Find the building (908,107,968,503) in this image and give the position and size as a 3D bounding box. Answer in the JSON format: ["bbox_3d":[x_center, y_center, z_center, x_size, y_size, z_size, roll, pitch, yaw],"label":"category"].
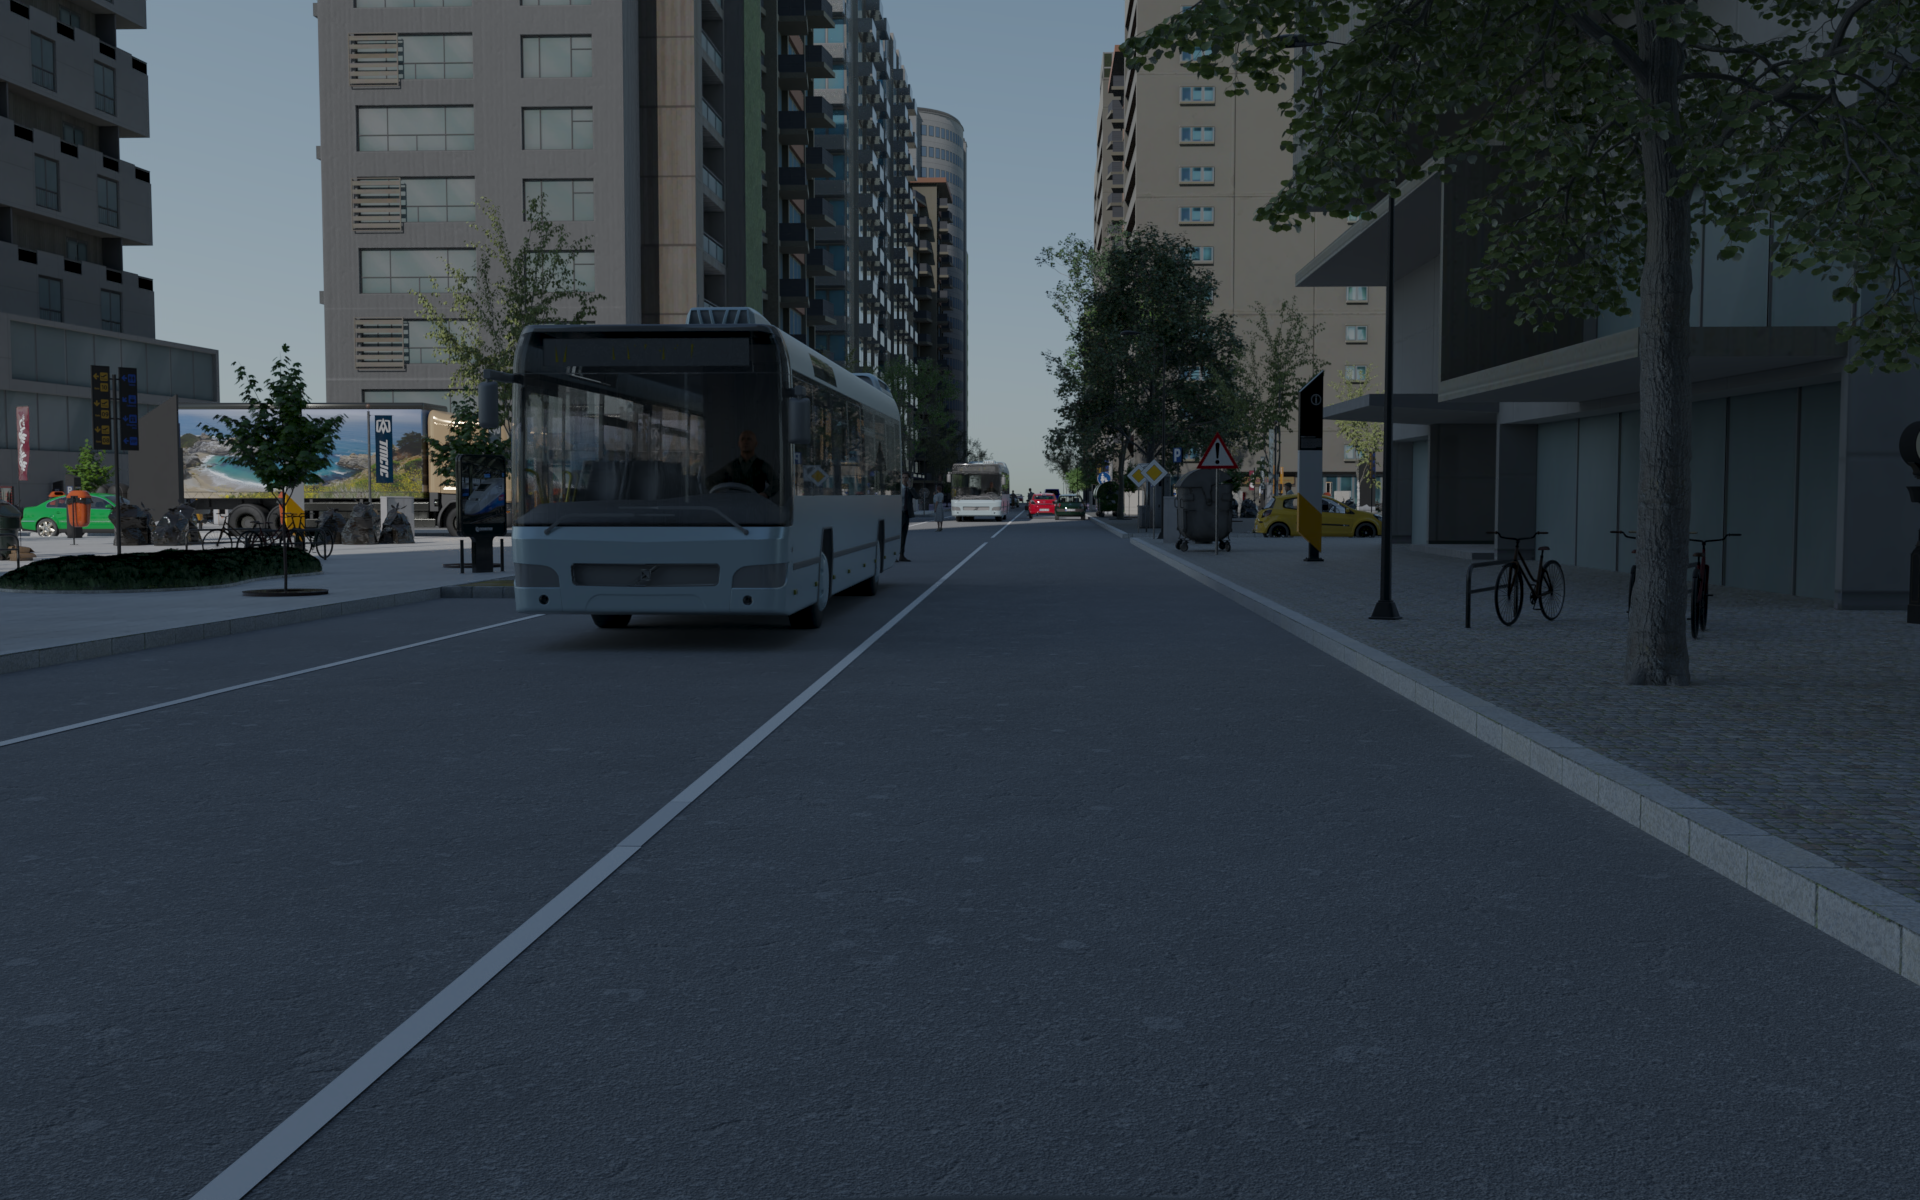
[{"bbox_3d":[-10.065,-44.035,261.977,21.231,58.520,28.212,0,4,3],"label":"building"}]

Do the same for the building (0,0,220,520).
[{"bbox_3d":[-52.331,-29.671,74.354,27.495,52.752,28.713,0,4,3],"label":"building"}]

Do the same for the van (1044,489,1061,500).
[{"bbox_3d":[10.672,-12.085,201.969,2.240,2.365,5.245,0,4,1],"label":"van"}]

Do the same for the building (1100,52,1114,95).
[{"bbox_3d":[30.759,-51.461,279.635,20.563,71.187,20.611,0,4,3],"label":"building"}]

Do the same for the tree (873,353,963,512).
[{"bbox_3d":[-3.752,-12.285,126.619,9.928,11.665,9.643,0,3,0],"label":"tree"}]

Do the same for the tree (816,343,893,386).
[{"bbox_3d":[-5.886,-8.142,83.477,4.737,8.622,4.395,0,3,0],"label":"tree"}]

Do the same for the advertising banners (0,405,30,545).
[{"bbox_3d":[-19.197,-2.366,34.867,2.074,3.025,0.090,3,4,37],"label":"advertising banners"}]

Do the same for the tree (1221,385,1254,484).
[{"bbox_3d":[16.143,-9.486,105.463,4.360,8.622,3.978,0,3,0],"label":"tree"}]

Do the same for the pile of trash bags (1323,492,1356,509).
[{"bbox_3d":[19.581,-4.954,90.743,1.912,1.369,3.447,0,4,-4],"label":"pile of trash bags"}]

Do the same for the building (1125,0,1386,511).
[{"bbox_3d":[24.568,-31.699,141.982,21.300,48.544,21.600,0,4,3],"label":"building"}]

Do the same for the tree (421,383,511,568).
[{"bbox_3d":[-8.700,-2.191,30.426,1.663,3.219,1.824,0,3,0],"label":"tree"}]

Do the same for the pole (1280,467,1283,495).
[{"bbox_3d":[24.292,-8.374,130.764,0.158,3.312,0.155,0,3,0],"label":"pole"}]

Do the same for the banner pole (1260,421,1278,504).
[{"bbox_3d":[10.634,-4.212,58.888,0.401,3.779,0.863,2,4,31],"label":"banner pole"}]

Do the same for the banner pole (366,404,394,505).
[{"bbox_3d":[-16.196,-3.560,48.227,0.863,3.779,0.401,-1,4,-16],"label":"banner pole"}]

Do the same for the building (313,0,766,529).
[{"bbox_3d":[-15.754,-23.516,68.087,14.154,41.232,14.086,0,4,3],"label":"building"}]

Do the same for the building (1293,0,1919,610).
[{"bbox_3d":[21.450,-27.000,30.685,28.713,52.752,27.495,0,4,3],"label":"building"}]

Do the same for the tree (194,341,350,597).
[{"bbox_3d":[-8.484,-1.674,21.966,1.663,3.219,1.824,0,3,0],"label":"tree"}]

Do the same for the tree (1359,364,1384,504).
[{"bbox_3d":[22.281,-8.893,95.757,4.737,8.622,4.395,0,3,0],"label":"tree"}]

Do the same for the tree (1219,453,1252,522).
[{"bbox_3d":[12.552,-5.243,80.324,1.663,3.219,1.824,0,3,0],"label":"tree"}]

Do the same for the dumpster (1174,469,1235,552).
[{"bbox_3d":[5.530,-2.042,39.148,1.264,1.857,1.865,0,4,3],"label":"dumpster"}]

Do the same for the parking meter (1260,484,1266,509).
[{"bbox_3d":[17.988,-5.925,102.587,0.255,1.863,0.399,-1,4,-22],"label":"parking meter"}]

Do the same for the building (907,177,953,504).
[{"bbox_3d":[-12.324,-35.435,233.986,22.147,44.769,28.867,0,4,3],"label":"building"}]

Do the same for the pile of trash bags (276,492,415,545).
[{"bbox_3d":[-15.714,-2.092,43.951,1.912,1.369,3.447,2,4,35],"label":"pile of trash bags"}]

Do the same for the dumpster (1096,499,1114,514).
[{"bbox_3d":[8.738,-5.988,103.661,1.264,1.857,1.865,0,4,3],"label":"dumpster"}]

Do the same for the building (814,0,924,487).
[{"bbox_3d":[-16.084,-34.239,179.420,23.786,49.044,30.456,0,4,3],"label":"building"}]

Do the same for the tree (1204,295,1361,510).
[{"bbox_3d":[11.474,-6.943,63.887,4.737,8.622,4.395,0,3,0],"label":"tree"}]

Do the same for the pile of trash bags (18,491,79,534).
[{"bbox_3d":[-33.019,-3.102,60.473,3.447,1.369,1.912,-3,5,-44],"label":"pile of trash bags"}]

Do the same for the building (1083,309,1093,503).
[{"bbox_3d":[25.730,-30.076,263.447,14.160,30.474,14.107,0,4,3],"label":"building"}]

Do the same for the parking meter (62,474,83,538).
[{"bbox_3d":[-25.767,-2.732,50.381,0.399,1.863,0.255,1,4,20],"label":"parking meter"}]

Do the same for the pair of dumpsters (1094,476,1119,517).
[{"bbox_3d":[8.332,-5.781,97.019,1.574,2.255,4.437,0,4,3],"label":"pair of dumpsters"}]

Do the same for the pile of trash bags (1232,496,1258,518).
[{"bbox_3d":[14.384,-5.117,93.418,3.447,1.369,1.912,1,4,10],"label":"pile of trash bags"}]

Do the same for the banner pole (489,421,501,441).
[{"bbox_3d":[-13.324,-3.619,49.185,0.401,3.779,0.863,3,4,36],"label":"banner pole"}]

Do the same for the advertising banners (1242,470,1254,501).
[{"bbox_3d":[20.768,-8.028,127.449,2.074,3.025,0.090,0,4,-6],"label":"advertising banners"}]

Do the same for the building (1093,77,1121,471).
[{"bbox_3d":[26.175,-34.836,193.270,21.300,48.544,21.600,0,4,3],"label":"building"}]

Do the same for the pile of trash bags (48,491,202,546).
[{"bbox_3d":[-20.875,-2.073,43.641,3.447,1.369,1.912,0,4,6],"label":"pile of trash bags"}]

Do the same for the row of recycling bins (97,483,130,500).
[{"bbox_3d":[-31.209,-3.559,65.301,3.534,1.692,1.069,1,4,14],"label":"row of recycling bins"}]

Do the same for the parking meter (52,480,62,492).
[{"bbox_3d":[-38.373,-4.159,73.703,0.399,1.863,0.255,0,4,-6],"label":"parking meter"}]

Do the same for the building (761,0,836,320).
[{"bbox_3d":[-19.046,-27.219,99.660,22.147,44.769,28.867,0,4,3],"label":"building"}]

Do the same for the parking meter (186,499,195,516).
[{"bbox_3d":[-35.864,-4.424,80.737,0.372,1.533,0.369,0,3,0],"label":"parking meter"}]

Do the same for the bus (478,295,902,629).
[{"bbox_3d":[-2.546,-1.616,21.283,2.948,3.499,13.247,0,4,3],"label":"bus"}]

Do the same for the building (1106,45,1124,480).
[{"bbox_3d":[25.457,-31.412,168.203,22.147,44.769,28.867,0,4,3],"label":"building"}]

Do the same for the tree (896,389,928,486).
[{"bbox_3d":[-4.698,-10.044,114.583,4.360,8.622,3.978,0,3,0],"label":"tree"}]

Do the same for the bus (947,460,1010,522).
[{"bbox_3d":[1.175,-6.016,93.217,2.948,3.499,13.247,0,4,4],"label":"bus"}]
